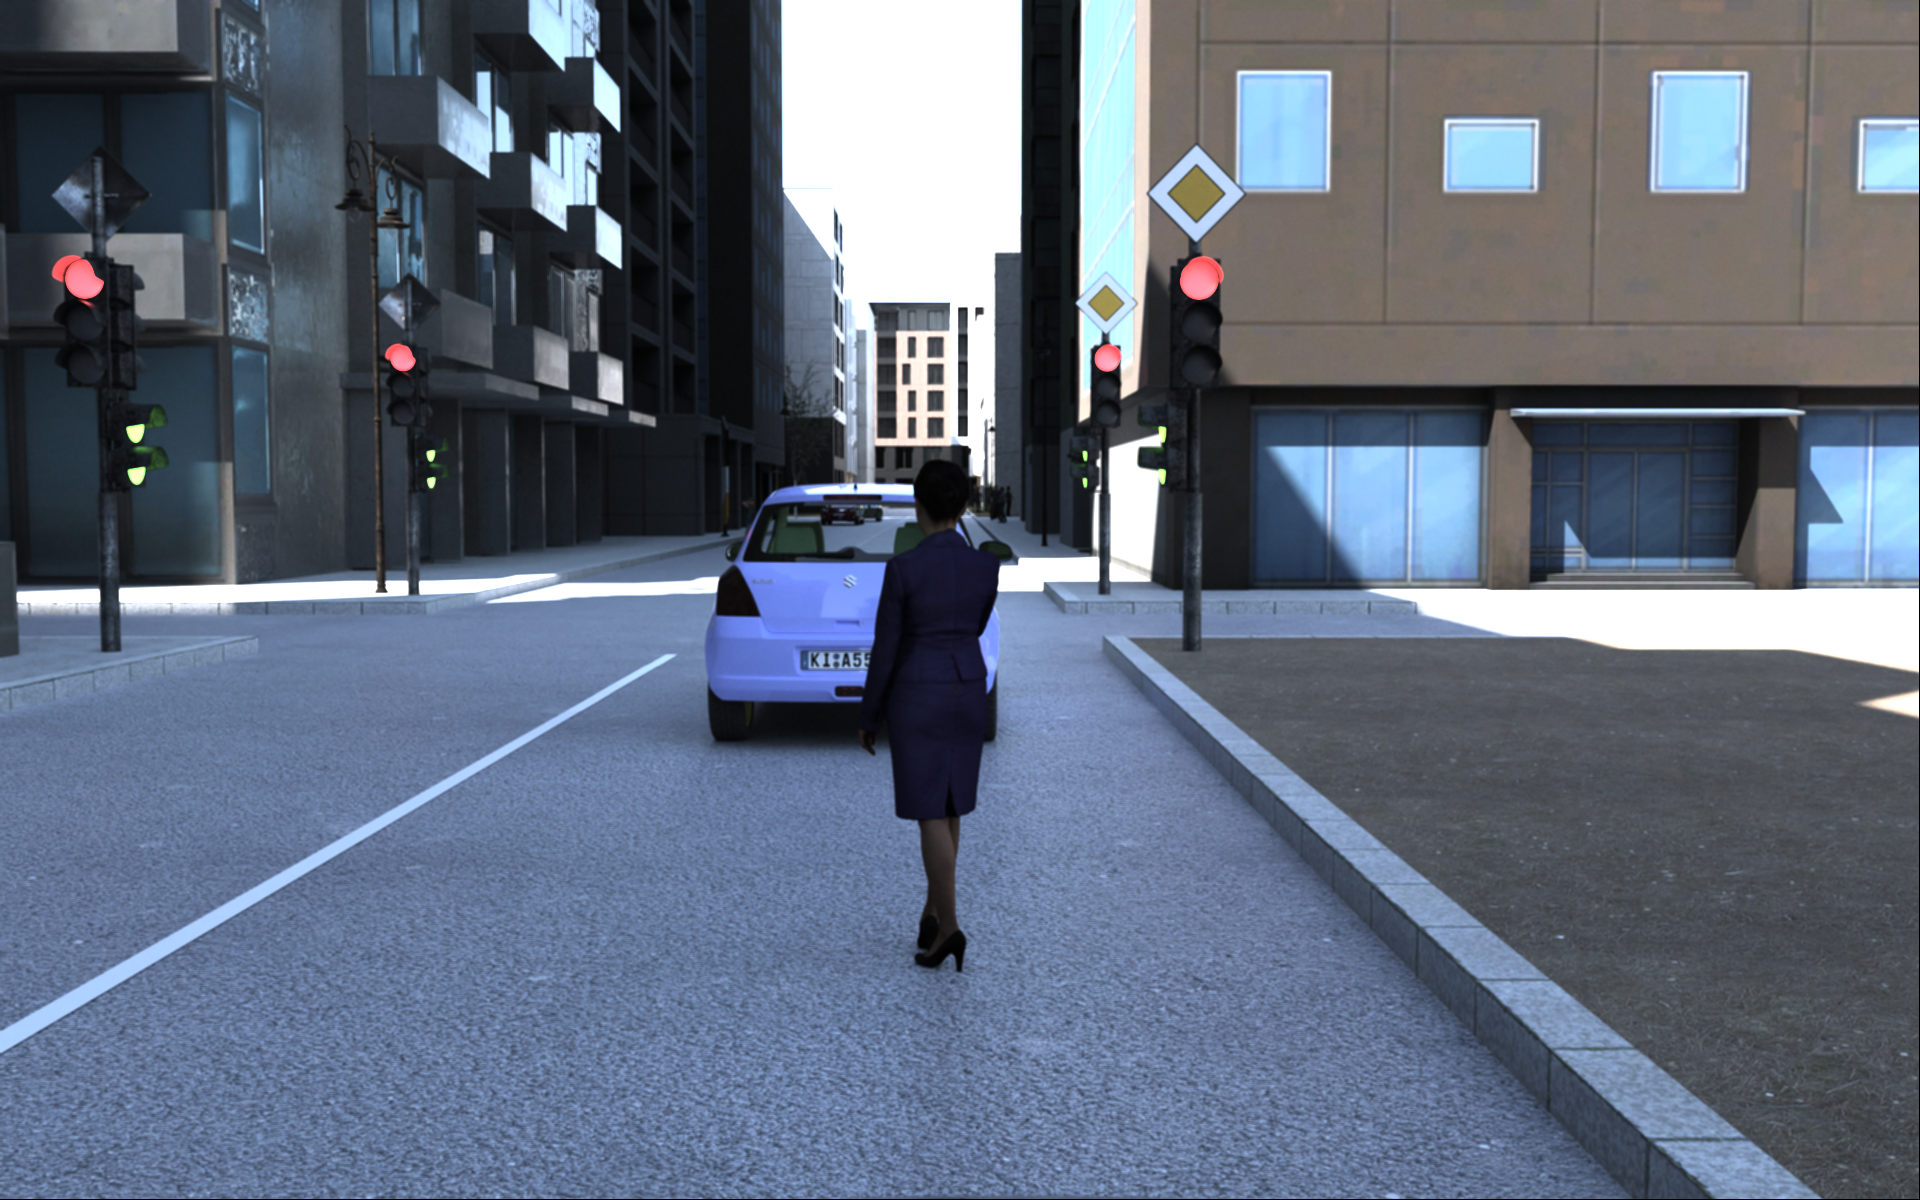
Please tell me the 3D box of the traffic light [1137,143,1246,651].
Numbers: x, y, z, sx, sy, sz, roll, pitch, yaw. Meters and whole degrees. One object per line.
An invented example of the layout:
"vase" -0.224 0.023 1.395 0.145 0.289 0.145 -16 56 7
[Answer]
"traffic light" 1.880 -1.538 14.067 0.839 4.253 0.868 0 4 0

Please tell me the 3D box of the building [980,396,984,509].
"building" 6.464 -12.607 148.269 9.099 9.664 28.070 0 4 0

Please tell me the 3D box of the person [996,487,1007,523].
"person" 1.843 -4.215 76.917 0.435 1.587 0.963 -1 4 -12

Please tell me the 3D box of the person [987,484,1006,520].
"person" 1.803 -4.802 85.100 0.990 1.755 0.434 -1 4 -19

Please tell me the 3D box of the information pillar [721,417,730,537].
"information pillar" -7.069 -3.721 52.187 0.183 3.616 0.504 -1 4 -22

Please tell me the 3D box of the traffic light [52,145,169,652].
"traffic light" -6.901 -1.534 13.996 0.839 4.253 0.868 0 4 0

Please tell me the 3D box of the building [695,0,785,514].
"building" -15.693 -26.242 79.171 14.600 45.320 14.200 0 4 0

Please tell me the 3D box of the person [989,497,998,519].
"person" 1.750 -4.964 89.669 0.387 1.526 0.523 1 4 19

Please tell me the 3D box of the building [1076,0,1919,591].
"building" 9.501 -23.129 28.262 14.200 45.320 14.600 0 4 0

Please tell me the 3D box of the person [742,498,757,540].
"person" -4.944 -1.720 40.526 0.340 1.345 0.435 1 4 13

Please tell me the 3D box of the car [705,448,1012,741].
"car" -0.615 -0.108 11.355 1.945 1.707 3.694 0 4 0

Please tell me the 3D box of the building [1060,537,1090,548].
"building" 9.647 -16.835 46.958 14.160 30.474 14.107 0 4 0

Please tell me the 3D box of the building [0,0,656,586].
"building" -19.776 -25.433 35.432 23.786 49.044 30.456 0 4 0

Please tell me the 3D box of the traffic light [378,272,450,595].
"traffic light" -6.952 -2.022 21.981 0.839 4.253 0.868 0 4 0

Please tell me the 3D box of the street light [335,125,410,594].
"street light" -7.482 -3.023 22.221 0.468 5.910 1.993 0 4 0

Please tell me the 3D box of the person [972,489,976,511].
"person" 1.193 -7.612 131.971 0.593 1.643 0.415 1 4 12

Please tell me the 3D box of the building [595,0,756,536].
"building" -18.168 -38.088 60.992 20.563 71.187 20.611 0 4 0

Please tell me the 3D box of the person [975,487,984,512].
"person" 1.381 -7.020 121.267 0.568 1.767 0.683 1 4 17

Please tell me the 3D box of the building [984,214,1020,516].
"building" 10.325 -15.403 118.289 16.747 18.905 31.486 0 4 0

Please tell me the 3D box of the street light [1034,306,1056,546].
"street light" 2.087 -4.271 42.615 0.468 5.910 1.993 0 4 0

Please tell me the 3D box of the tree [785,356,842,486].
"tree" -8.577 -8.710 92.779 4.360 8.622 3.978 0 3 0

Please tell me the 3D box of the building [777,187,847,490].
"building" -22.382 -16.485 113.504 27.936 21.610 32.646 0 4 0

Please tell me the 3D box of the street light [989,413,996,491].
"street light" 1.789 -7.588 96.849 0.468 5.910 1.993 0 4 0

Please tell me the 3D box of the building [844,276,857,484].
"building" -16.857 -17.862 148.461 16.016 20.091 11.380 0 4 0

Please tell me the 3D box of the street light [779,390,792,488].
"street light" -7.760 -6.383 77.151 0.468 5.910 1.993 0 4 0

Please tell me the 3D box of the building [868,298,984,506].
"building" -3.206 -21.441 194.537 32.646 21.610 27.936 0 4 0

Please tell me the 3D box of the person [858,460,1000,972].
"person" -0.137 0.336 5.371 0.546 1.535 0.453 3 5 44

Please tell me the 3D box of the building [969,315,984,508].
"building" 8.924 -19.053 167.935 16.016 20.091 11.380 0 4 0

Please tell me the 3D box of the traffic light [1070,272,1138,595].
"traffic light" 1.829 -2.026 22.052 0.839 4.253 0.868 0 4 0

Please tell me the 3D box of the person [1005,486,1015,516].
"person" 2.863 -5.655 99.219 0.721 1.735 1.217 -1 4 -19

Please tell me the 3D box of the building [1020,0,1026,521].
"building" 13.377 -33.011 81.727 21.231 58.520 28.212 0 4 0

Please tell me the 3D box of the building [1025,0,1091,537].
"building" 9.275 -17.721 61.436 14.160 30.474 14.107 0 4 0

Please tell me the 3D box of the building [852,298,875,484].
"building" -24.225 -18.259 164.993 31.486 18.905 16.747 0 4 0

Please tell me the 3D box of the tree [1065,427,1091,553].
"tree" 3.113 -2.656 38.027 1.663 3.219 1.824 0 3 0
